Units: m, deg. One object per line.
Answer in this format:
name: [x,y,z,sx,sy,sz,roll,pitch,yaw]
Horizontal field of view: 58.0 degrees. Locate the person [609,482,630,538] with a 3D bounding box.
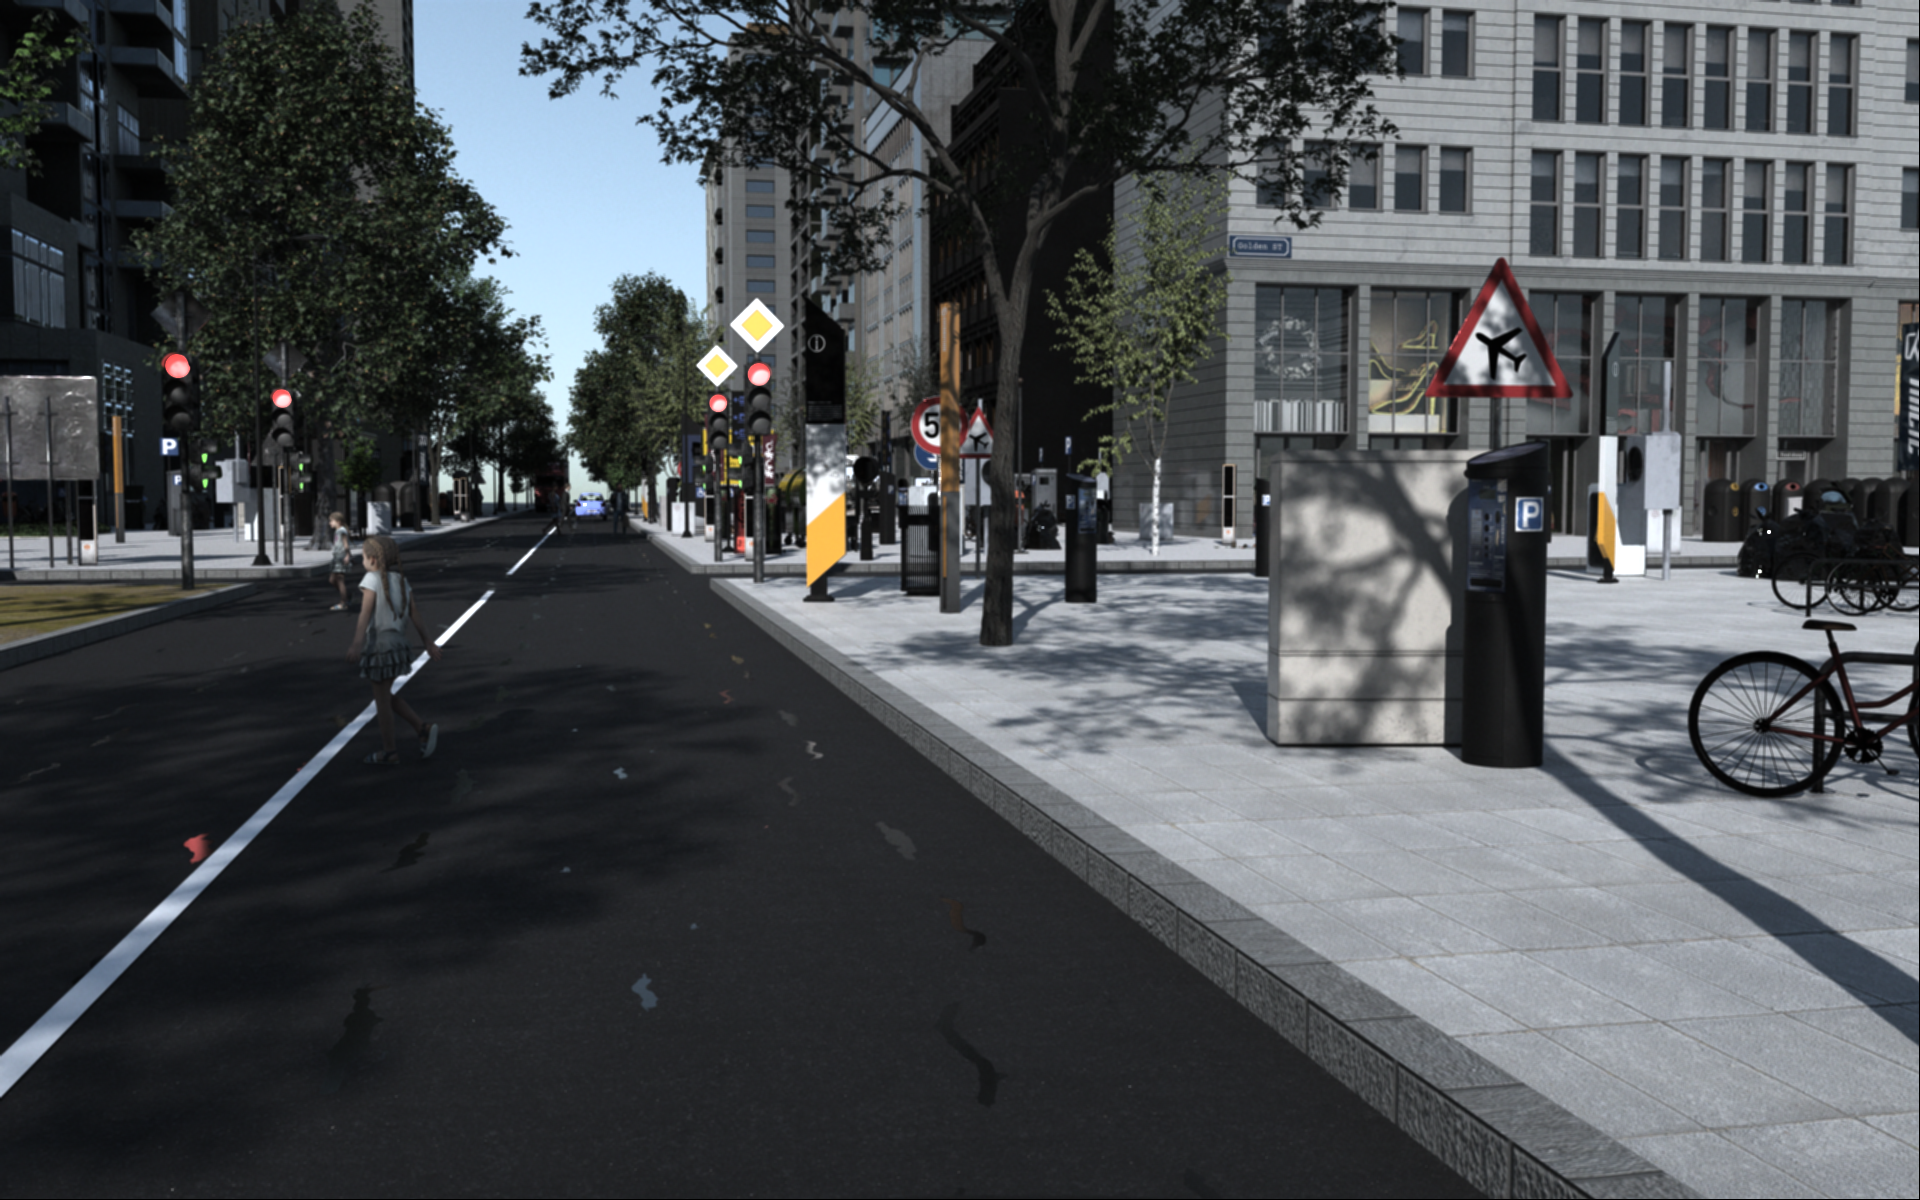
person: [-11.057,-2.936,56.488,0.794,1.824,0.713,1,4,11]

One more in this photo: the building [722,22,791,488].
building: [-20.292,-41.812,225.624,21.231,58.520,28.212,-1,4,-12]

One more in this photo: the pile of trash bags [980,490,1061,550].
pile of trash bags: [1.378,-1.925,41.232,1.912,1.369,3.447,0,4,-1]

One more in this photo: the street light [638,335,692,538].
street light: [-8.588,-4.789,50.848,1.470,5.913,1.316,-1,4,-12]

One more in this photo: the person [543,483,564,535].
person: [-13.999,-3.120,59.614,0.778,1.811,0.616,0,4,-2]

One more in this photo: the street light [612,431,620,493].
street light: [-20.232,-8.114,105.208,1.470,5.913,1.316,-1,4,-12]

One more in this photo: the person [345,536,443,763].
person: [-3.018,0.266,9.167,0.382,1.210,0.505,1,4,17]

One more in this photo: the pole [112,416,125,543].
pole: [-22.050,-3.152,45.385,0.158,3.312,0.155,0,3,0]

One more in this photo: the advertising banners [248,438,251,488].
advertising banners: [-21.132,-3.393,51.661,0.090,3.025,2.074,-1,4,-18]

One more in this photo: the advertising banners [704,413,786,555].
advertising banners: [-4.614,-2.496,36.999,2.074,3.025,0.090,2,4,29]

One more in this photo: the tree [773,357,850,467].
tree: [-8.241,-8.811,94.429,4.360,8.622,3.978,0,3,0]

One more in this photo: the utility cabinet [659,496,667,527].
utility cabinet: [-11.618,-3.471,67.916,0.306,1.237,1.020,-1,4,-12]

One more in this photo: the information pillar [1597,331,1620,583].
information pillar: [9.310,-2.049,24.856,0.183,3.616,0.504,3,5,41]

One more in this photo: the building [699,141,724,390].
building: [-22.757,-40.670,254.189,28.713,52.752,27.495,-1,4,-12]

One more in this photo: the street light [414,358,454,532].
street light: [-17.729,-5.252,58.419,1.470,5.913,1.316,-1,4,-12]

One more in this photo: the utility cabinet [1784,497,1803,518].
utility cabinet: [18.614,-1.686,38.730,0.306,1.237,1.020,1,4,22]

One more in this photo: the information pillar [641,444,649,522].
information pillar: [-14.718,-5.471,80.813,0.183,3.616,0.504,-2,4,-33]

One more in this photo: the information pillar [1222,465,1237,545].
information pillar: [6.742,-2.374,43.308,0.304,2.012,0.304,1,4,20]

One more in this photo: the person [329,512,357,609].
person: [-7.648,-0.493,21.572,0.382,1.210,0.505,-2,4,-35]

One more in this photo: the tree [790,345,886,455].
tree: [-5.453,-8.260,85.418,4.737,8.622,4.395,0,3,0]

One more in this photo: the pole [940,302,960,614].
pole: [-0.107,-1.513,18.586,0.158,3.312,0.155,0,3,0]

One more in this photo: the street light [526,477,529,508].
street light: [-33.834,-9.855,133.664,1.470,5.913,1.316,-1,4,-12]

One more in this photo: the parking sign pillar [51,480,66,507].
parking sign pillar: [-34.137,-4.724,65.702,1.447,3.967,1.447,-2,4,-33]

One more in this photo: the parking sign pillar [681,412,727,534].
parking sign pillar: [-8.506,-4.186,56.910,1.447,3.967,1.447,0,4,-7]

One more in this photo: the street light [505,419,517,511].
street light: [-28.075,-8.194,106.507,1.470,5.913,1.316,-1,4,-12]

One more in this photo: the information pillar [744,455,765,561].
information pillar: [-3.918,-1.748,33.070,0.304,2.012,0.304,1,4,19]

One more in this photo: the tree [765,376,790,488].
tree: [-12.227,-9.524,106.080,4.737,8.622,4.395,0,3,0]

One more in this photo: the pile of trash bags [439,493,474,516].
pile of trash bags: [-29.612,-5.572,100.853,1.912,1.369,3.447,0,4,2]

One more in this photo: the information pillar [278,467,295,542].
information pillar: [-18.111,-2.575,46.592,0.304,2.012,0.304,0,4,-4]

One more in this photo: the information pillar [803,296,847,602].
information pillar: [-1.602,-1.785,20.538,0.504,3.616,0.183,1,4,9]

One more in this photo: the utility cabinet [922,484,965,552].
utility cabinet: [-0.377,-1.782,37.820,0.318,1.500,1.173,-3,4,-38]

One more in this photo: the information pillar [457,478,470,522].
information pillar: [-22.550,-4.551,78.905,0.304,2.012,0.304,1,4,12]

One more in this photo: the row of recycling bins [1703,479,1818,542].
row of recycling bins: [21.707,-2.403,46.407,3.534,1.692,1.069,0,4,-1]

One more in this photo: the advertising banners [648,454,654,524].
advertising banners: [-13.492,-4.868,75.781,0.090,3.025,2.074,0,4,-4]

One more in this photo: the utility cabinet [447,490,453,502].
utility cabinet: [-30.286,-5.820,103.831,1.173,1.500,0.318,2,4,35]

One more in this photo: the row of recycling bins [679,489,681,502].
row of recycling bins: [-15.809,-5.928,104.042,1.069,1.692,3.534,1,4,16]

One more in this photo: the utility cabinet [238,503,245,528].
utility cabinet: [-26.534,-3.447,65.032,1.173,1.500,0.318,1,4,14]

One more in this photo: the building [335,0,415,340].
building: [-81.367,-48.526,231.649,20.563,71.187,20.611,-1,4,-12]

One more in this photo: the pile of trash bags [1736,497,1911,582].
pile of trash bags: [13.690,-1.000,26.099,3.447,1.369,1.912,0,4,7]

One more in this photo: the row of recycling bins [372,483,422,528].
row of recycling bins: [-22.411,-3.628,66.434,3.534,1.692,1.069,0,4,3]

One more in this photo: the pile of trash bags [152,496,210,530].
pile of trash bags: [-27.688,-3.168,61.553,1.912,1.369,3.447,-2,4,-25]

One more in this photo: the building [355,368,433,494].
building: [-79.148,-22.222,208.373,27.650,21.520,28.899,-1,4,-12]

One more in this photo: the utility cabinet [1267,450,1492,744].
utility cabinet: [2.188,-0.011,8.854,1.173,1.500,0.318,0,4,-1]

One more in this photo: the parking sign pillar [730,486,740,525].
parking sign pillar: [-9.001,-4.883,68.304,1.447,3.967,1.447,0,4,-4]

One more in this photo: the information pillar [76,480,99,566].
information pillar: [-15.650,-1.624,31.041,0.304,2.012,0.304,-1,4,-21]

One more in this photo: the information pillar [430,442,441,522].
information pillar: [-23.651,-5.298,77.971,0.183,3.616,0.504,1,4,21]

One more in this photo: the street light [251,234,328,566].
street light: [-11.999,-3.577,31.020,1.470,5.913,1.316,-1,4,-12]

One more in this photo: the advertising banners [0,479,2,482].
advertising banners: [-21.358,-2.484,36.797,2.074,3.025,0.090,-1,4,-17]

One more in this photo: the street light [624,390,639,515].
street light: [-14.347,-6.442,77.875,1.470,5.913,1.316,-1,4,-12]

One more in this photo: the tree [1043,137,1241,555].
tree: [4.025,-5.255,36.285,4.737,8.622,4.395,0,3,0]

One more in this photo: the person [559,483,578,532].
person: [-15.039,-3.553,66.372,0.755,1.850,0.659,-1,4,-12]

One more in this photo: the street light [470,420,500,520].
street light: [-23.472,-6.887,85.139,1.470,5.913,1.316,-1,4,-12]

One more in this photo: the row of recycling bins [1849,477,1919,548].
row of recycling bins: [23.018,-2.199,43.070,1.069,1.692,3.534,-1,4,-9]

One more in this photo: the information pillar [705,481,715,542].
information pillar: [-6.693,-2.566,46.439,0.304,2.012,0.304,0,4,-8]

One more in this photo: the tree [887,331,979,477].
tree: [-1.431,-7.788,77.696,4.360,8.622,3.978,0,3,0]

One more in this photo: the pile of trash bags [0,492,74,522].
pile of trash bags: [-33.083,-3.179,61.731,1.912,1.369,3.447,0,4,-1]

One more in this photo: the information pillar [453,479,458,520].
information pillar: [-24.628,-4.923,84.975,0.304,2.012,0.304,0,4,7]

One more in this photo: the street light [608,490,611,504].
street light: [-24.742,-9.403,126.276,1.470,5.913,1.316,-1,4,-12]
